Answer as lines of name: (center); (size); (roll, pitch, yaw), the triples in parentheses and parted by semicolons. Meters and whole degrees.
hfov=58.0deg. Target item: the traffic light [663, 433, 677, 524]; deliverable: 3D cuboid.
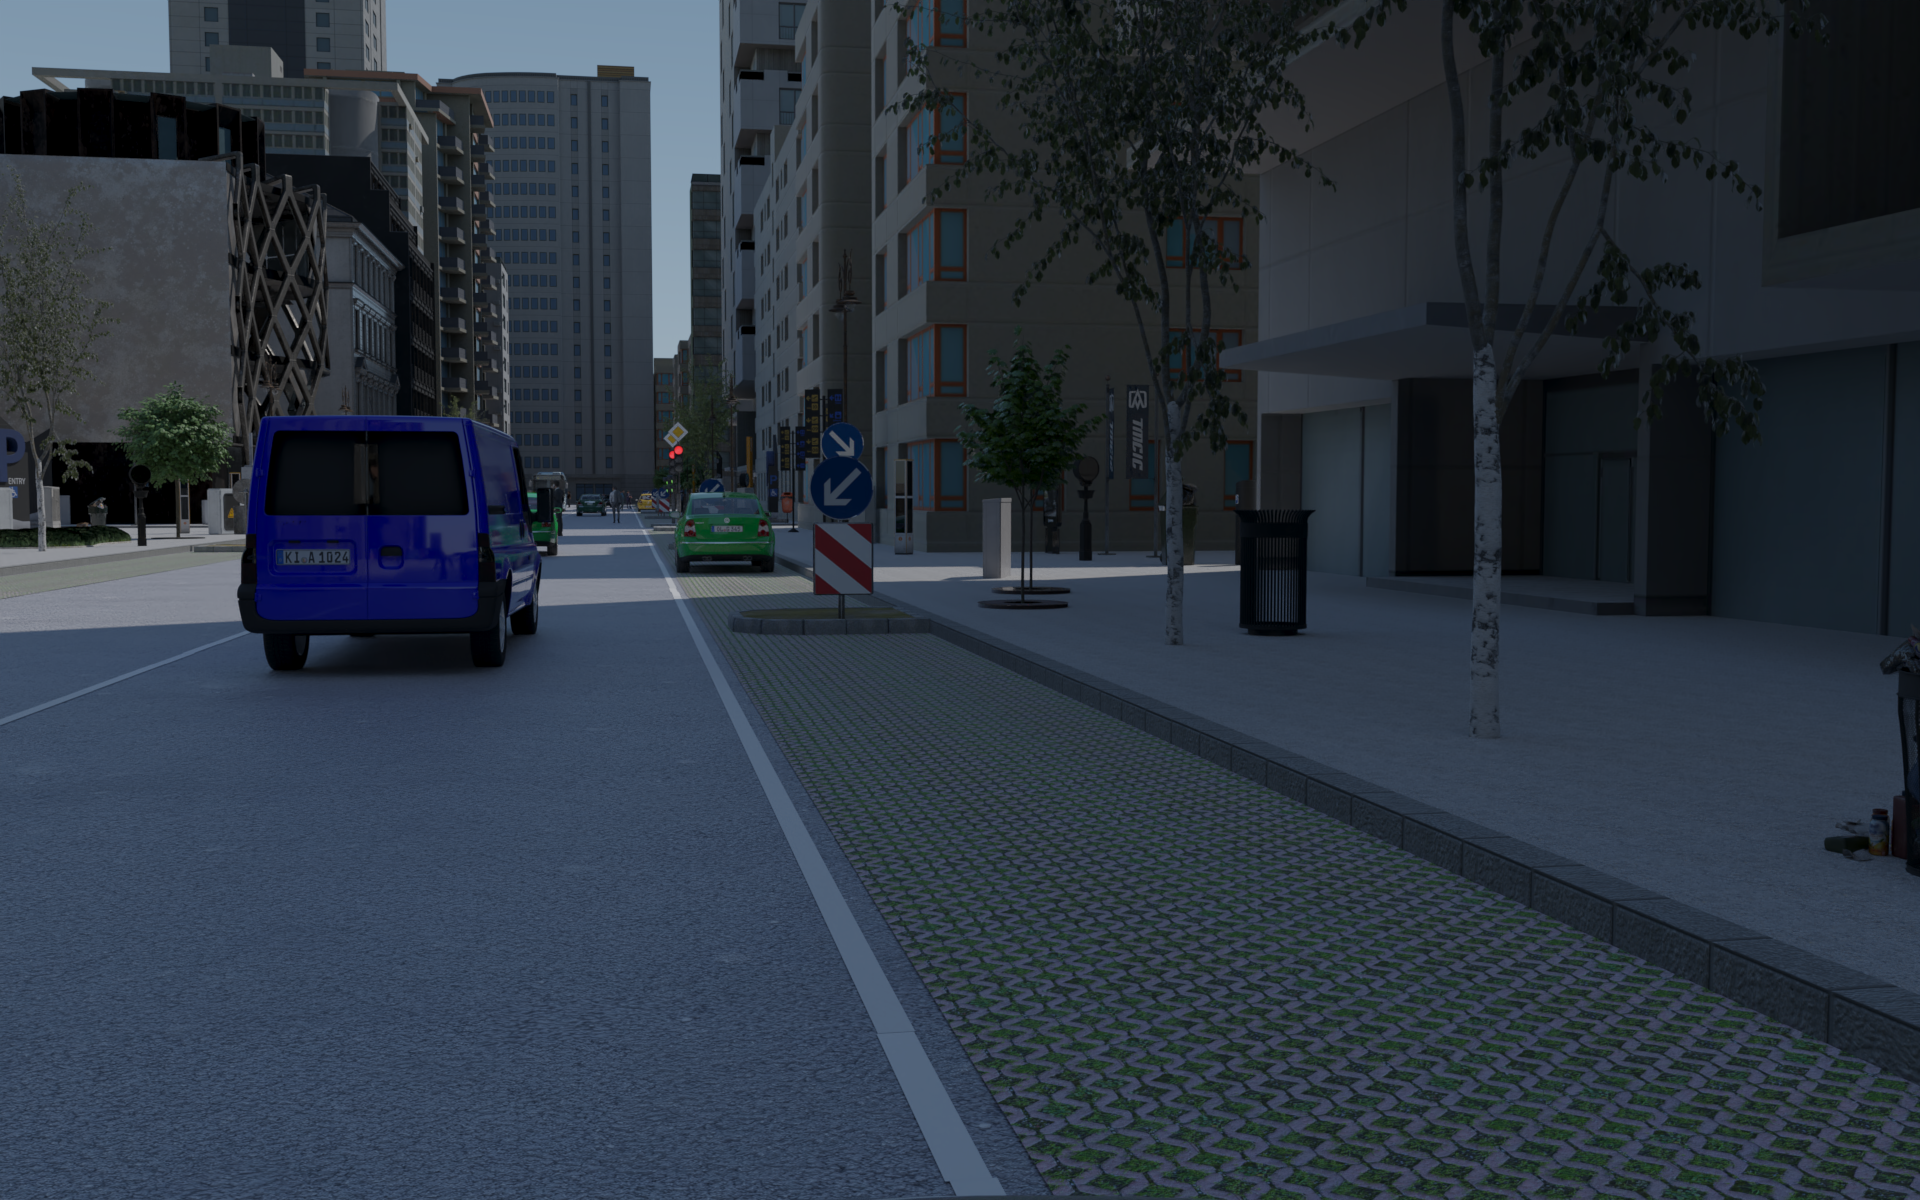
traffic light: (-12.484, -5.279, 75.232); (0.839, 4.253, 0.868); (-1, 4, -11)

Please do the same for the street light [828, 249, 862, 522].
street light: (-2.169, -3.671, 32.816); (0.468, 5.910, 1.993); (-1, 4, -11)

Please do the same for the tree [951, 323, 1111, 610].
tree: (0.661, -1.539, 19.769); (1.663, 3.219, 1.824); (0, 3, 0)

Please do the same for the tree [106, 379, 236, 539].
tree: (-22.591, -4.037, 49.712); (4.285, 4.588, 4.351); (0, 3, 0)

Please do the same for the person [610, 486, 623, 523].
person: (-16.948, -4.701, 85.468); (0.679, 1.850, 0.850); (-1, 4, -20)

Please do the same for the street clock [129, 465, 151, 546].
street clock: (-20.152, -2.327, 42.618); (0.471, 2.002, 0.358); (-2, 4, -34)

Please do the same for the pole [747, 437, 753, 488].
pole: (-7.493, -4.153, 61.746); (0.158, 3.312, 0.155); (0, 3, 0)

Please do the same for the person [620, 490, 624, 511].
person: (-28.090, -8.265, 143.974); (0.444, 1.785, 0.601); (1, 4, 17)

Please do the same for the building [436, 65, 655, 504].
building: (-56.956, -42.678, 239.780); (28.212, 58.520, 21.231); (-1, 4, -11)

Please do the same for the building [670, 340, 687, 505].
building: (-20.572, -22.397, 211.226); (27.650, 21.520, 28.899); (-1, 4, -11)

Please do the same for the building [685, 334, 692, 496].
building: (-14.083, -20.642, 182.531); (27.650, 21.520, 28.899); (-1, 4, -11)

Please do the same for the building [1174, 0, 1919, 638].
building: (18.208, -26.215, 17.847); (28.713, 52.752, 27.495); (-1, 4, -11)

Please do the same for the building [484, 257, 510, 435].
building: (-62.108, -26.832, 210.402); (14.107, 30.474, 14.160); (-1, 4, -11)

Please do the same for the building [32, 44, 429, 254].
building: (-61.323, -28.309, 154.725); (32.217, 40.220, 23.993); (-1, 4, -11)

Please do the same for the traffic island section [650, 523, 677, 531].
traffic island section: (-12.443, -3.246, 75.353); (2.009, 0.180, 2.903); (-1, 4, -11)

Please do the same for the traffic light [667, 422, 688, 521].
traffic light: (-10.969, -4.799, 67.391); (0.839, 4.253, 0.868); (-1, 4, -11)

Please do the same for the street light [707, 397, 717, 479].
street light: (-11.790, -6.714, 82.562); (0.468, 5.910, 1.993); (-1, 4, -11)

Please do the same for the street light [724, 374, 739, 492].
street light: (-8.812, -5.755, 66.885); (0.468, 5.910, 1.993); (-1, 4, -11)

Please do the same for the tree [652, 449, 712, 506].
tree: (-19.055, -8.482, 122.399); (4.285, 4.588, 4.351); (0, 3, 0)

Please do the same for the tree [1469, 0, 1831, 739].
tree: (2.891, -3.567, 8.690); (4.360, 8.622, 3.978); (0, 3, 0)

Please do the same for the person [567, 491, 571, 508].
person: (-41.134, -10.549, 181.801); (0.721, 1.723, 1.217); (-2, 4, -35)

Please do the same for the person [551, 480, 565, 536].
person: (-13.764, -3.130, 59.044); (0.474, 1.900, 0.648); (0, 4, -2)

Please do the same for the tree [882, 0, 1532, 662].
tree: (1.614, -3.917, 14.399); (4.360, 8.622, 3.978); (0, 3, 0)

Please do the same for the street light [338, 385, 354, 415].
street light: (-26.101, -6.174, 73.740); (0.468, 5.910, 1.993); (-1, 4, -11)

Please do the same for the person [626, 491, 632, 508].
person: (-32.856, -9.983, 172.166); (0.568, 1.767, 0.683); (2, 4, 27)

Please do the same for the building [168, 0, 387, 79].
building: (-78.510, -46.746, 202.549); (20.611, 71.187, 20.563); (-1, 4, -11)

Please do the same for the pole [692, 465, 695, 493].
pole: (-18.347, -7.680, 119.404); (0.158, 3.312, 0.155); (0, 3, 0)

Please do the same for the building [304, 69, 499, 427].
building: (-60.570, -32.243, 181.797); (22.147, 44.769, 28.867); (-1, 4, -11)

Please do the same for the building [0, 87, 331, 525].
building: (-38.457, -13.024, 80.393); (16.820, 18.784, 16.811); (-1, 4, -11)

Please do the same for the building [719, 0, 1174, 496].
building: (-2.936, -32.702, 123.916); (28.713, 52.752, 27.495); (-1, 4, -11)

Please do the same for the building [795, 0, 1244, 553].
building: (10.111, -12.783, 54.036); (27.650, 21.520, 28.899); (-1, 4, -11)

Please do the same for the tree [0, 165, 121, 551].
tree: (-20.556, -5.375, 38.247); (4.360, 8.622, 3.978); (0, 3, 0)

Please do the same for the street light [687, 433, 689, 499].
street light: (-18.233, -8.748, 115.811); (0.468, 5.910, 1.993); (-1, 4, -11)

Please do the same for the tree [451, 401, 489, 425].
tree: (-38.740, -11.394, 136.660); (4.360, 8.622, 3.978); (0, 3, 0)

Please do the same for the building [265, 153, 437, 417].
building: (-43.953, -17.837, 121.319); (12.332, 23.373, 15.834); (-1, 4, -11)

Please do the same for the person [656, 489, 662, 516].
person: (-18.595, -6.018, 107.468); (0.480, 1.755, 0.524); (0, 4, 3)

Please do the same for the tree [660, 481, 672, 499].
tree: (-30.604, -11.495, 182.551); (1.663, 3.219, 1.824); (0, 3, 0)

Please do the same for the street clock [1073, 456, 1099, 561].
street clock: (2.420, -1.758, 33.307); (0.471, 2.002, 0.358); (-2, 4, -26)

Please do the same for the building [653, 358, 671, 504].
building: (-29.305, -24.720, 249.208); (28.899, 21.520, 27.650); (-1, 4, -11)

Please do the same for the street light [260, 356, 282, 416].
street light: (-23.089, -5.221, 58.150); (0.468, 5.910, 1.993); (-1, 4, -11)

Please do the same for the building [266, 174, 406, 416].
building: (-39.982, -14.663, 104.364); (10.561, 19.102, 19.286); (-1, 4, -11)

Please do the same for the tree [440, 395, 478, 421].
tree: (-36.836, -10.885, 128.339); (4.737, 8.622, 4.395); (0, 3, 0)

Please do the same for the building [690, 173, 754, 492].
building: (-17.791, -23.730, 159.686); (14.160, 30.474, 14.107); (-1, 4, -11)

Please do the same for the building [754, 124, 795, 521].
building: (4.264, -15.283, 94.914); (28.899, 21.520, 27.650); (-1, 4, -11)

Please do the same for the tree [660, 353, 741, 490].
tree: (-13.168, -8.496, 89.266); (4.737, 8.622, 4.395); (0, 3, 0)
